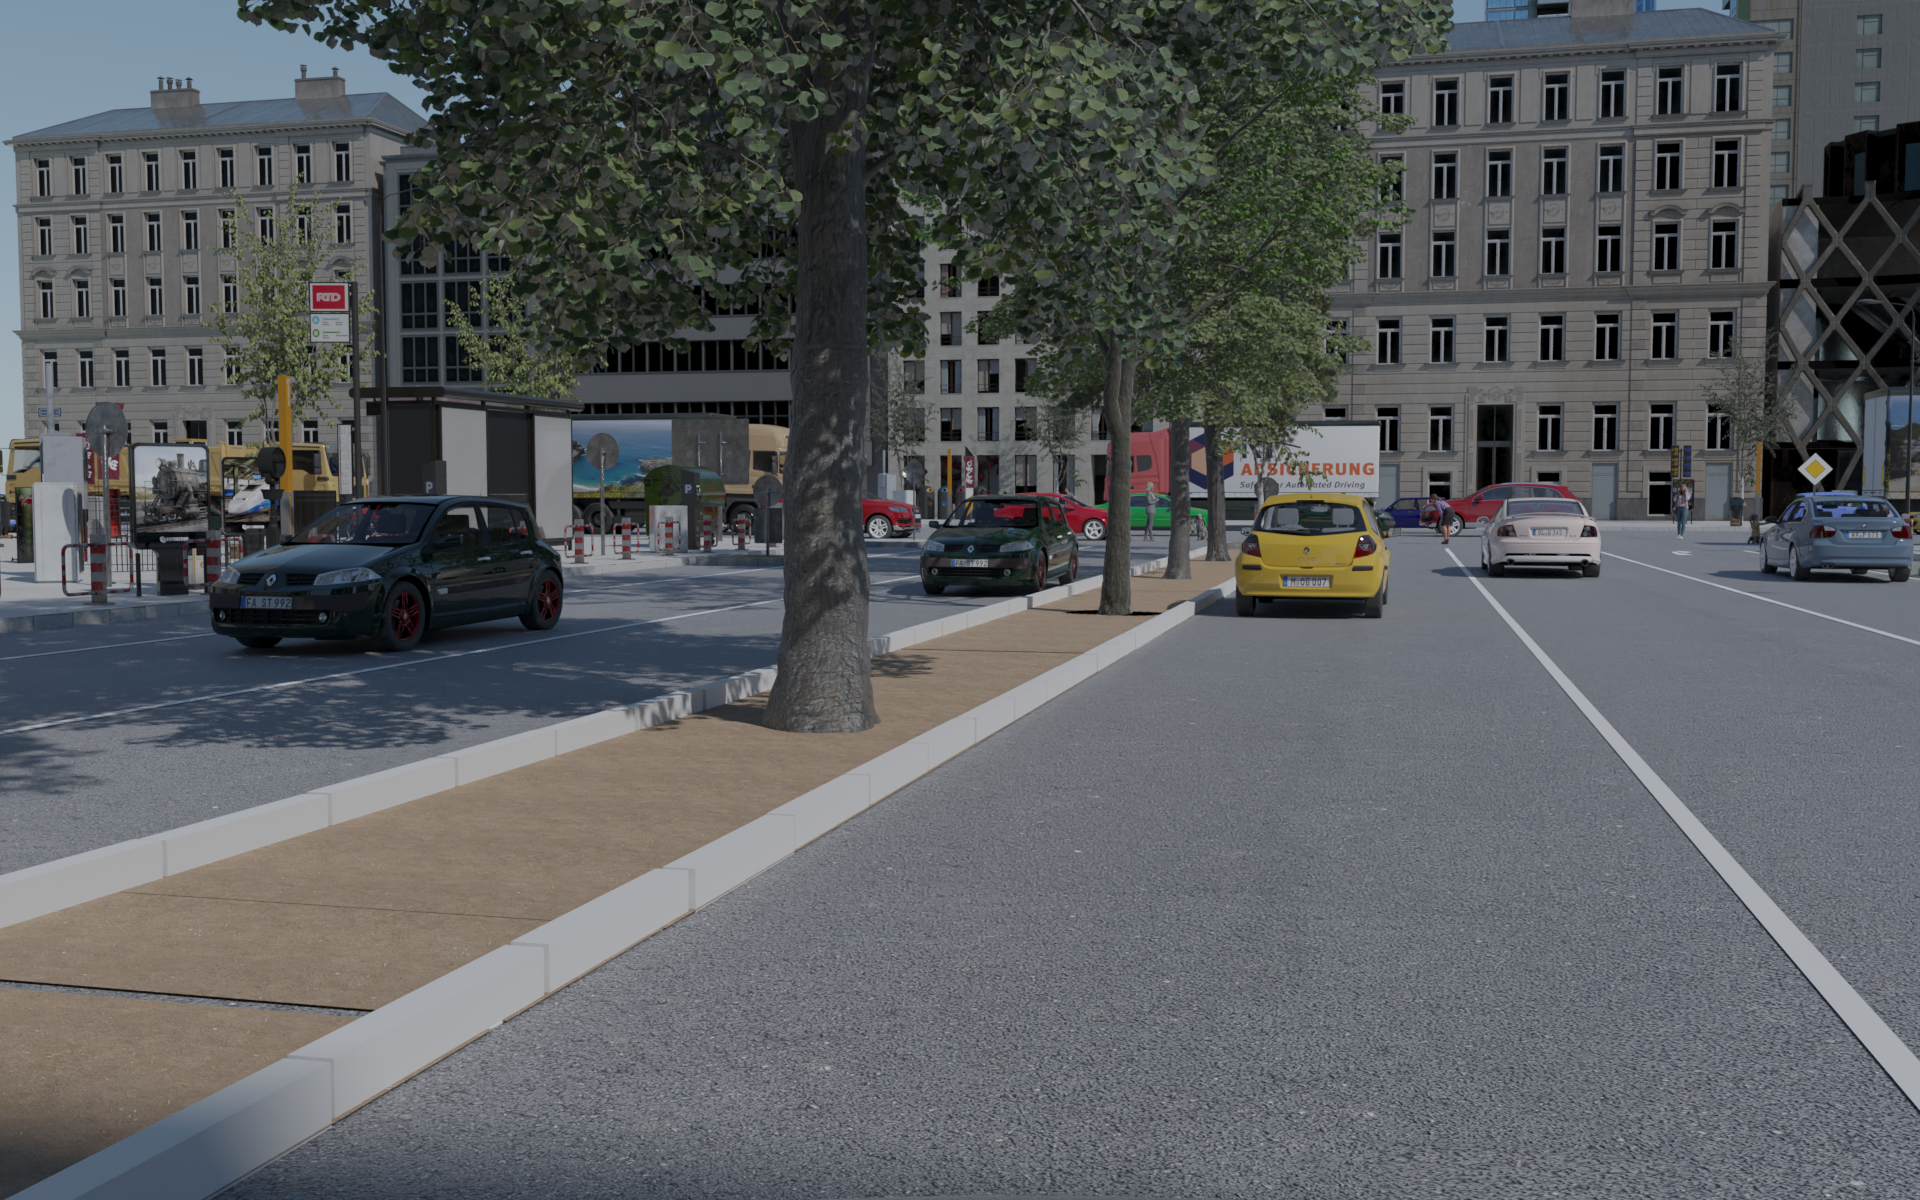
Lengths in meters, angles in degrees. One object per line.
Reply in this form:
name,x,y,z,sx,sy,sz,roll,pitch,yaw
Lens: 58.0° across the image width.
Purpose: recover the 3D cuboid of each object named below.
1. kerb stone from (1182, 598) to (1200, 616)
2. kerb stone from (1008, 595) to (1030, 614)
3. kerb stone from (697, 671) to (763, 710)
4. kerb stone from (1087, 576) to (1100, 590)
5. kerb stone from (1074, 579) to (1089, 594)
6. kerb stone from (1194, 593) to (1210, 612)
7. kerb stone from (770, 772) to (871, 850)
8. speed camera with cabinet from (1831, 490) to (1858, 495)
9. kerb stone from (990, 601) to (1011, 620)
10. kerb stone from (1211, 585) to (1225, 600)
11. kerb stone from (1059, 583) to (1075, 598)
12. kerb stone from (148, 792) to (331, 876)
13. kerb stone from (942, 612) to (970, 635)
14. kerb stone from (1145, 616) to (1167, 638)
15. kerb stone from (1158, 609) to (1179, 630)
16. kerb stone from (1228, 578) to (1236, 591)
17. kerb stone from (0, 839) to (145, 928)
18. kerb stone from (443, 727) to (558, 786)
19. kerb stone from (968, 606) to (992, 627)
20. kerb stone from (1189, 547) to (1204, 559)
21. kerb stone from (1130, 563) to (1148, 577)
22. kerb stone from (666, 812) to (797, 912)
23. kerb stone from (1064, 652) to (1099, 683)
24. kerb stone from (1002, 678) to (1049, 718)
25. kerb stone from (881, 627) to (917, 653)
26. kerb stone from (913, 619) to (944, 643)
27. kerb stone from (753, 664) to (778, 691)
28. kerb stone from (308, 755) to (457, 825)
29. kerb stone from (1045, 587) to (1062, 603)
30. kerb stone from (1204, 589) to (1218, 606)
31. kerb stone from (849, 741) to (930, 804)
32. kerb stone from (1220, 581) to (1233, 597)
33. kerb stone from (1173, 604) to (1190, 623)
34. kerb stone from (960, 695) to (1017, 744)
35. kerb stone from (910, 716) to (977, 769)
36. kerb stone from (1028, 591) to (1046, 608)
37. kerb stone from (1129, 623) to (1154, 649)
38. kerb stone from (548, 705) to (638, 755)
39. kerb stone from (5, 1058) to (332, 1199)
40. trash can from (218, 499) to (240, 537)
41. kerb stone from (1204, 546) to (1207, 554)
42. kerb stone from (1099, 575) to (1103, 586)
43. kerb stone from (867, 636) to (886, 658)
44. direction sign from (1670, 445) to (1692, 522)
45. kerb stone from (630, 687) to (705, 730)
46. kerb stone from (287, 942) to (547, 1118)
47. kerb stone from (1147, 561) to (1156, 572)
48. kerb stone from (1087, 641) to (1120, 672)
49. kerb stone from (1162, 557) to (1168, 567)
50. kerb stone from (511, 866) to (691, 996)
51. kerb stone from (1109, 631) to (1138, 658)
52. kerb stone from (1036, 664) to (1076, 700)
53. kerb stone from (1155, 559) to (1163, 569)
kerb stone,2.682,0.114,20.388,0.120,0.150,1.000,1,4,14
kerb stone,0.646,0.080,20.904,0.120,0.150,1.000,1,4,14
kerb stone,-1.610,0.633,11.928,0.120,0.150,1.000,1,4,14
kerb stone,1.908,-0.226,25.898,0.120,0.150,1.000,1,4,14
kerb stone,1.666,-0.166,24.902,0.120,0.150,1.000,1,4,14
kerb stone,2.941,0.051,21.392,0.120,0.150,1.000,1,4,14
kerb stone,-0.596,0.903,7.429,0.120,0.150,1.000,1,4,14
speed camera with cabinet,40.760,-5.158,78.671,2.038,3.252,0.660,3,5,40
kerb stone,0.392,0.141,19.910,0.120,0.150,1.000,1,4,14
kerb stone,3.436,-0.073,23.384,0.120,0.150,1.000,1,4,14
kerb stone,1.406,-0.105,23.910,0.120,0.150,1.000,1,4,14
kerb stone,-2.885,0.938,6.941,0.120,0.150,1.000,1,4,14
kerb stone,-0.106,0.262,17.910,0.120,0.150,1.000,1,4,14
kerb stone,1.929,0.294,17.395,0.120,0.150,1.000,1,4,14
kerb stone,2.178,0.235,18.391,0.120,0.150,1.000,1,4,14
kerb stone,3.948,-0.192,25.386,0.120,0.150,1.000,1,4,14
kerb stone,-3.135,0.994,5.946,0.120,0.150,1.000,1,4,14
kerb stone,-2.380,0.811,8.935,0.120,0.150,1.000,1,4,14
kerb stone,0.151,0.201,18.907,0.120,0.150,1.000,1,4,14
kerb stone,5.453,-1.077,39.873,0.120,0.150,1.000,1,4,14
kerb stone,3.181,-0.532,30.895,0.120,0.150,1.000,1,4,14
kerb stone,-0.841,0.964,6.432,0.120,0.150,1.000,1,4,14
kerb stone,0.914,0.543,13.404,0.120,0.150,1.000,1,4,14
kerb stone,0.412,0.661,11.409,0.120,0.150,1.000,1,4,14
kerb stone,-0.615,0.387,15.914,0.120,0.150,1.000,1,4,14
kerb stone,-0.363,0.323,16.909,0.120,0.150,1.000,1,4,14
kerb stone,-1.370,0.570,12.925,0.120,0.150,1.000,1,4,14
kerb stone,-2.632,0.872,7.935,0.120,0.150,1.000,1,4,14
kerb stone,1.157,-0.043,22.901,0.120,0.150,1.000,1,4,14
kerb stone,3.194,-0.012,22.387,0.120,0.150,1.000,1,4,14
kerb stone,-0.346,0.842,8.427,0.120,0.150,1.000,1,4,14
kerb stone,3.702,-0.134,24.390,0.120,0.150,1.000,1,4,14
kerb stone,2.432,0.174,19.384,0.120,0.150,1.000,1,4,14
kerb stone,0.159,0.721,10.415,0.120,0.150,1.000,1,4,14
kerb stone,-0.098,0.781,9.422,0.120,0.150,1.000,1,4,14
kerb stone,0.902,0.020,21.908,0.120,0.150,1.000,1,4,14
kerb stone,1.680,0.356,16.400,0.120,0.150,1.000,1,4,14
kerb stone,-2.129,0.753,9.929,0.120,0.150,1.000,1,4,14
kerb stone,-1.602,1.148,3.446,0.120,0.150,1.000,1,4,14
trash can,-21.770,-2.454,51.778,0.748,1.137,0.748,0,3,0
kerb stone,5.705,-1.143,40.877,0.120,0.150,1.000,1,4,14
kerb stone,2.160,-0.288,26.899,0.120,0.150,1.000,1,4,14
kerb stone,-0.864,0.445,14.919,0.120,0.150,1.000,1,4,14
direction sign,33.503,-5.416,80.541,0.876,3.537,0.379,1,4,19
kerb stone,-1.872,0.693,10.922,0.120,0.150,1.000,1,4,14
kerb stone,-1.361,1.088,4.443,0.120,0.150,1.000,1,4,14
kerb stone,3.430,-0.589,31.890,0.120,0.150,1.000,1,4,14
kerb stone,1.172,0.477,14.397,0.120,0.150,1.000,1,4,14
kerb stone,3.935,-0.716,33.904,0.120,0.150,1.000,1,4,14
kerb stone,-1.107,1.025,5.438,0.120,0.150,1.000,1,4,14
kerb stone,1.423,0.416,15.398,0.120,0.150,1.000,1,4,14
kerb stone,0.663,0.600,12.403,0.120,0.150,1.000,1,4,14
kerb stone,3.683,-0.654,32.891,0.120,0.150,1.000,1,4,14
